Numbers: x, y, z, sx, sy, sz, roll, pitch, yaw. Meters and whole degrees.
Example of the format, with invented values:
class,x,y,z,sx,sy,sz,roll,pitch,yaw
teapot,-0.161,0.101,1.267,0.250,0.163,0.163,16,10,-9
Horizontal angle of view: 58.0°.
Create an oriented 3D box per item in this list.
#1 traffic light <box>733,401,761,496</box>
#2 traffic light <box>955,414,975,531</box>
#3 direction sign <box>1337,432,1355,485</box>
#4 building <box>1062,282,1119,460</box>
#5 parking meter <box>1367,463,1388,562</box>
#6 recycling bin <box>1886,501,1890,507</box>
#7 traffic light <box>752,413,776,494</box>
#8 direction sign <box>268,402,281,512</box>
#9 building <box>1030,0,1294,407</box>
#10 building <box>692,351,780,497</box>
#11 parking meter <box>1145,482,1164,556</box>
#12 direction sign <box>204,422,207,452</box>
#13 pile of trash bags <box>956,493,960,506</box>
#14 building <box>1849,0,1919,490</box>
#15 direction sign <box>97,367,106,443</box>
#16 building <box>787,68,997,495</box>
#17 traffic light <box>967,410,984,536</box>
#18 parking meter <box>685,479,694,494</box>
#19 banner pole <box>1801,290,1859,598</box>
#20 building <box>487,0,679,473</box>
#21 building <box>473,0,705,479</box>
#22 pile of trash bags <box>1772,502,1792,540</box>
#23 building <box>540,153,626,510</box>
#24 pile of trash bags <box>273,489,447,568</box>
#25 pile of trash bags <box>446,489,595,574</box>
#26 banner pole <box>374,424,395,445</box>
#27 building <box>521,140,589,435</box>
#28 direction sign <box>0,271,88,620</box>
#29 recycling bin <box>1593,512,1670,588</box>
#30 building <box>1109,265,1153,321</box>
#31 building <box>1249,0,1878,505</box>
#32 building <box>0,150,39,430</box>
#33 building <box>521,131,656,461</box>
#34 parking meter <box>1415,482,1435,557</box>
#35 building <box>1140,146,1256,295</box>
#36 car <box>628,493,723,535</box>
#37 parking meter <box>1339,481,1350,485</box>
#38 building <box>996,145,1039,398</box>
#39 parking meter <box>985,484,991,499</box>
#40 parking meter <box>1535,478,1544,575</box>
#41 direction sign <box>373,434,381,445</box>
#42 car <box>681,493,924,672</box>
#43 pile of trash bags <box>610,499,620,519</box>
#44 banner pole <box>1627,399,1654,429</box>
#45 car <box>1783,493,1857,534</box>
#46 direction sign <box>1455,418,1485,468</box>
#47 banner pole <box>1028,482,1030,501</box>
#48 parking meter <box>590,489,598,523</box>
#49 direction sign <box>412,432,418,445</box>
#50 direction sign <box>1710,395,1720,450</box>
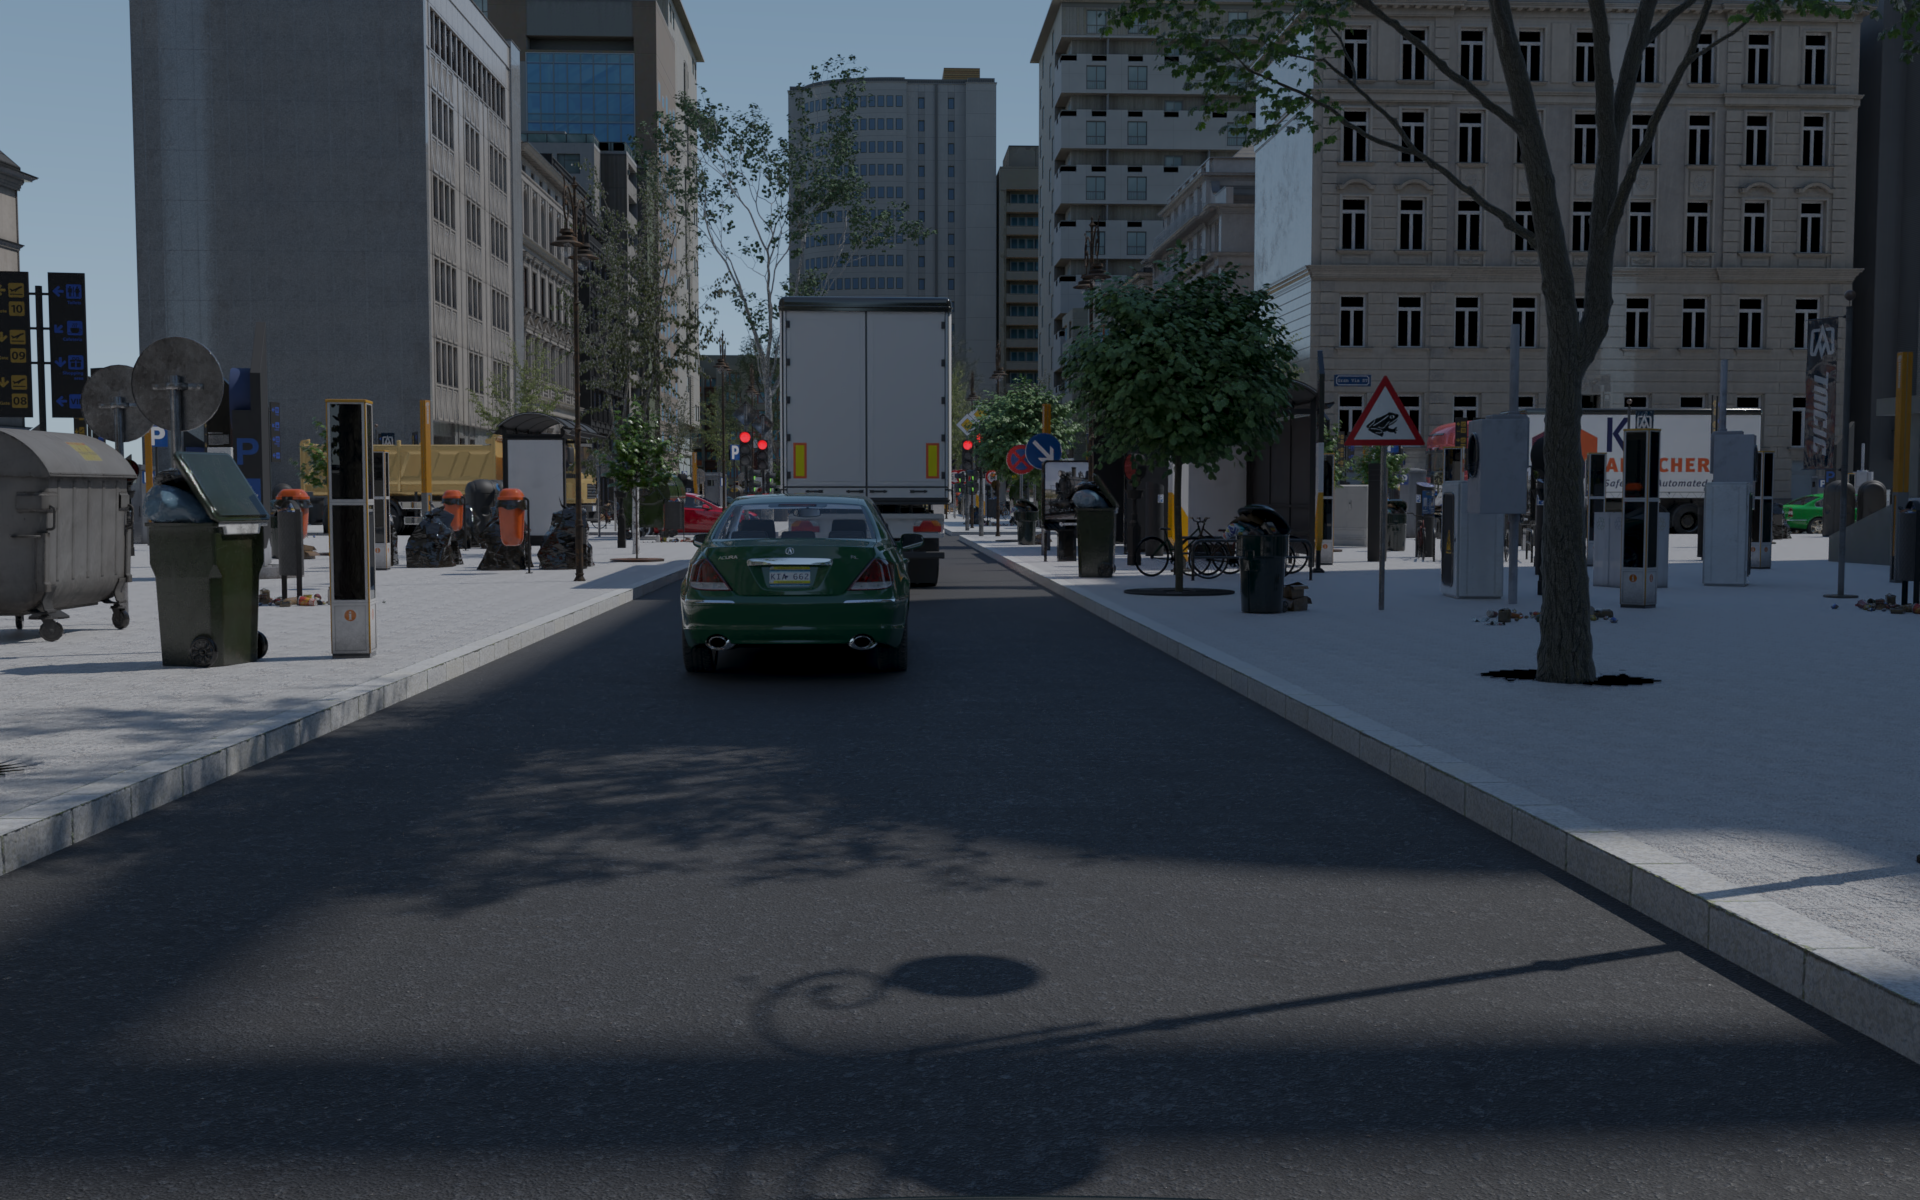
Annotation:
class,x,y,z,sx,sy,sz,roll,pitch,yaw
traffic light,-6.427,-3.869,52.175,0.839,4.253,0.868,0,4,-3
traffic light,0.234,-4.379,60.511,0.839,4.253,0.868,0,4,-3
direction sign,13.996,-4.337,62.905,0.876,3.537,0.379,-2,4,-34
building,24.540,-19.027,156.127,27.650,21.520,28.899,0,4,-3
parking meter,7.938,-1.663,32.909,0.255,1.863,0.399,3,4,38
recycling bin,34.175,-3.125,63.645,0.722,1.027,0.722,-1,4,-15
traffic light,-6.818,-4.357,60.150,0.839,4.253,0.868,0,4,-3
direction sign,-16.924,-3.085,42.435,0.379,3.537,0.876,1,4,15
building,22.858,-36.332,183.269,28.713,52.752,27.495,0,4,-3
building,-38.764,-24.493,245.505,28.899,21.520,27.650,0,4,-3
parking meter,4.024,-1.676,35.806,0.372,1.533,0.369,0,3,0
direction sign,-17.219,-2.936,40.005,0.876,3.537,0.379,3,5,41
pile of trash bags,0.679,-6.665,118.726,1.912,1.369,3.447,-3,4,-37
building,52.284,-17.697,82.845,24.014,27.812,14.314,0,4,-3
direction sign,-15.687,-2.401,31.253,0.876,3.537,0.379,2,4,29
building,-9.637,-42.840,242.425,28.212,58.520,21.231,0,4,-3
traffic light,0.625,-3.891,52.535,0.839,4.253,0.868,0,4,-3
parking meter,-9.804,-3.477,62.559,0.399,1.863,0.255,-1,4,-19
banner pole,10.839,-1.930,21.579,0.401,3.779,0.863,-1,4,-21
building,-33.133,-30.909,155.475,14.600,45.320,14.200,0,4,-3
building,-41.692,-36.186,180.886,27.495,52.752,28.713,0,4,-3
pile of trash bags,22.278,-2.403,49.042,1.912,1.369,3.447,3,4,39
building,-30.713,-17.806,120.805,12.332,23.373,15.834,0,4,-3
pile of trash bags,-10.583,-1.297,30.951,3.447,1.369,1.912,0,4,6
pile of trash bags,-7.280,-1.199,29.354,1.912,1.369,3.447,0,4,-3
banner pole,-20.648,-4.407,62.072,0.863,3.779,0.401,-1,4,-22
building,-29.098,-16.749,102.731,11.050,23.489,19.941,0,4,-3
direction sign,-9.385,-1.574,17.737,0.876,3.537,0.379,-1,4,-12
recycling bin,9.270,-0.696,23.932,0.722,1.027,0.722,-1,4,-19
building,16.692,-16.052,127.071,10.561,19.102,19.286,0,4,-3
building,26.991,-17.359,81.076,25.104,27.353,12.463,0,4,-3
building,-53.076,-12.980,76.858,19.286,19.102,10.561,0,4,-3
building,-32.852,-22.630,141.700,14.160,30.474,14.107,0,4,-3
parking meter,9.459,-1.640,35.224,0.372,1.533,0.369,0,3,0
building,19.314,-16.099,105.026,13.314,21.916,24.055,0,4,-3
car,-8.564,-2.819,55.133,4.494,1.783,2.155,0,4,-3
parking meter,15.861,-4.018,71.408,0.399,1.863,0.255,3,5,40
building,15.291,-37.926,243.795,21.600,48.544,21.300,0,4,-3
parking meter,1.592,-5.821,100.890,0.255,1.863,0.399,-3,5,-42
parking meter,9.314,-1.163,27.424,0.372,1.533,0.369,0,3,0
direction sign,-21.850,-4.456,64.855,0.876,3.537,0.379,-2,4,-31
car,-1.373,-0.220,15.401,2.131,1.459,4.920,0,4,-2
pile of trash bags,-15.924,-4.720,86.931,3.447,1.369,1.912,-3,5,-43
banner pole,17.871,-3.407,45.723,0.863,3.779,0.401,1,4,9
car,29.390,-2.977,57.473,4.718,1.807,1.959,0,4,-1
direction sign,15.092,-3.628,51.322,0.876,3.537,0.379,0,4,0
banner pole,2.572,-4.385,61.708,0.401,3.779,0.863,-2,4,-31
parking meter,-16.253,-4.194,76.982,0.372,1.533,0.369,0,3,0
direction sign,-19.889,-4.360,63.282,0.379,3.537,0.876,-2,4,-29
direction sign,17.406,-2.933,39.945,0.379,3.537,0.876,2,4,35
